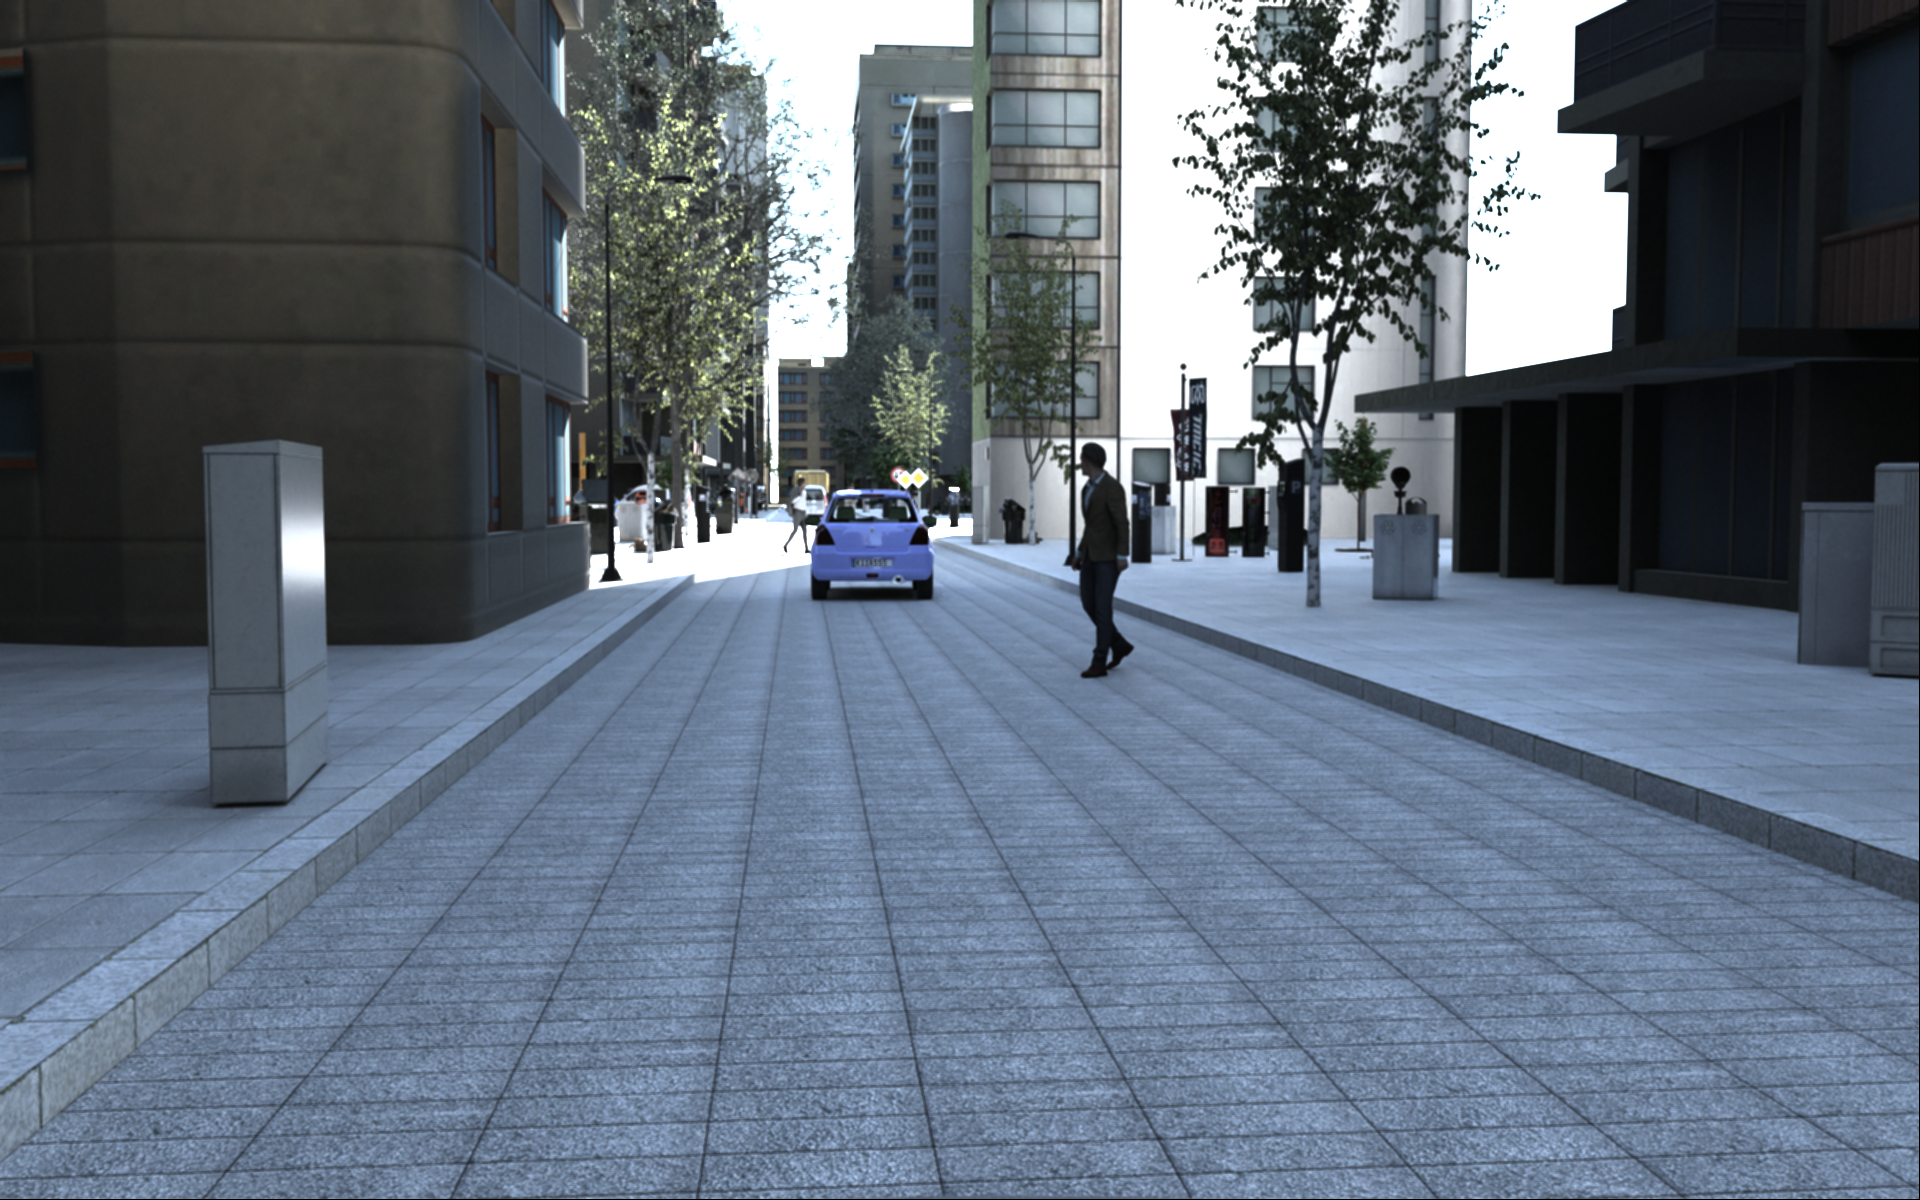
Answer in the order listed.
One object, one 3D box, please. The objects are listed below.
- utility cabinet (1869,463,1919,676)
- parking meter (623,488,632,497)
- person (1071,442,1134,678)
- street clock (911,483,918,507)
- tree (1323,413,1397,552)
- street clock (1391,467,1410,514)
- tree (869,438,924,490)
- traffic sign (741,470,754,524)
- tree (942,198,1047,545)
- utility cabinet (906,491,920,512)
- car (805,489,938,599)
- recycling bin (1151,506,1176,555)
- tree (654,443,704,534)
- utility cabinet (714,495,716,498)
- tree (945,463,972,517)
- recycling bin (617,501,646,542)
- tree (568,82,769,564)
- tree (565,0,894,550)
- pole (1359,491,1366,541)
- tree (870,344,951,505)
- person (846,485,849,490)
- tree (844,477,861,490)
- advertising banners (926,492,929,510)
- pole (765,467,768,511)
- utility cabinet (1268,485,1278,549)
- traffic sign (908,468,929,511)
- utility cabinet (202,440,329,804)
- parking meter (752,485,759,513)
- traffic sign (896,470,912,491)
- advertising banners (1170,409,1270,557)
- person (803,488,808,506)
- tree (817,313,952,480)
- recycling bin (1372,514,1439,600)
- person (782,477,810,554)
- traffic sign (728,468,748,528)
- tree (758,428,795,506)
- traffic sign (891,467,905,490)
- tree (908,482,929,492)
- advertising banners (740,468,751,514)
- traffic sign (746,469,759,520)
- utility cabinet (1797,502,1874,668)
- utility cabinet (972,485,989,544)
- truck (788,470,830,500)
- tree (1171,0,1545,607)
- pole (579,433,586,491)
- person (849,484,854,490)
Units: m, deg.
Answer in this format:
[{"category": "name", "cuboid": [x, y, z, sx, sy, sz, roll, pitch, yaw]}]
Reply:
[{"category": "utility cabinet", "cuboid": [6.946, -0.198, 11.908, 1.173, 1.500, 0.318, 2, 4, 34]}, {"category": "parking meter", "cuboid": [-14.184, -4.008, 73.942, 0.372, 1.533, 0.369, 0, 3, 0]}, {"category": "person", "cuboid": [1.123, -0.331, 13.818, 0.656, 1.842, 0.836, 2, 4, 34]}, {"category": "street clock", "cuboid": [-2.091, -4.646, 80.531, 0.358, 2.002, 0.471, -2, 4, -23]}, {"category": "tree", "cuboid": [8.986, -2.693, 38.632, 1.663, 3.219, 1.824, 0, 3, 0]}, {"category": "street clock", "cuboid": [11.795, -2.560, 46.420, 0.471, 2.002, 0.358, 0, 4, -3]}, {"category": "tree", "cuboid": [-3.478, -6.885, 96.278, 4.285, 4.588, 4.351, 0, 3, 0]}, {"category": "traffic sign", "cuboid": [-9.076, -4.246, 73.072, 0.795, 2.450, 0.064, 0, 4, -5]}, {"category": "tree", "cuboid": [1.728, -5.662, 42.944, 4.737, 8.622, 4.395, 0, 3, 0]}, {"category": "utility cabinet", "cuboid": [-3.389, -6.996, 123.063, 1.173, 1.500, 0.318, 2, 4, 35]}, {"category": "car", "cuboid": [-1.271, -0.935, 24.884, 1.945, 1.707, 3.694, 0, 4, -3]}, {"category": "recycling bin", "cuboid": [4.176, -1.500, 37.079, 0.722, 1.027, 0.722, 2, 4, 27]}, {"category": "tree", "cuboid": [-9.200, -3.766, 56.182, 1.663, 3.219, 1.824, 0, 3, 0]}, {"category": "utility cabinet", "cuboid": [-20.285, -8.282, 146.579, 1.020, 1.237, 0.306, 1, 4, 15]}, {"category": "tree", "cuboid": [0.243, -6.339, 98.242, 1.663, 3.219, 1.824, 0, 3, 0]}, {"category": "recycling bin", "cuboid": [-8.787, -2.103, 46.940, 0.722, 1.027, 0.722, 1, 4, 15]}, {"category": "tree", "cuboid": [-5.652, -4.986, 31.883, 4.360, 8.622, 3.978, 0, 3, 0]}, {"category": "tree", "cuboid": [-6.579, -7.934, 40.091, 12.009, 13.543, 11.850, 0, 3, 0]}, {"category": "pole", "cuboid": [10.893, -3.242, 46.847, 0.158, 3.312, 0.155, 0, 3, 0]}, {"category": "tree", "cuboid": [-2.246, -8.183, 84.147, 4.360, 8.622, 3.978, 0, 3, 0]}, {"category": "person", "cuboid": [-4.730, -3.946, 73.039, 0.654, 1.822, 0.581, -2, 4, -27]}, {"category": "tree", "cuboid": [-10.625, -10.734, 170.094, 1.663, 3.219, 1.824, 0, 3, 0]}, {"category": "advertising banners", "cuboid": [-2.549, -8.832, 140.584, 0.090, 3.025, 2.074, 1, 4, 9]}, {"category": "pole", "cuboid": [-14.705, -8.432, 131.703, 0.158, 3.312, 0.155, 0, 3, 0]}, {"category": "utility cabinet", "cuboid": [7.391, -1.900, 39.740, 0.318, 1.500, 1.173, -1, 4, -9]}, {"category": "traffic sign", "cuboid": [-1.574, -3.797, 65.723, 0.795, 2.450, 0.064, 0, 4, -5]}, {"category": "utility cabinet", "cuboid": [-3.038, 0.066, 7.603, 0.318, 1.500, 1.173, -1, 4, -12]}, {"category": "parking meter", "cuboid": [-13.566, -6.668, 114.728, 0.399, 1.863, 0.255, 0, 4, 8]}, {"category": "traffic sign", "cuboid": [-2.309, -4.283, 73.674, 0.795, 2.450, 0.064, 0, 4, -5]}, {"category": "advertising banners", "cuboid": [5.296, -2.399, 35.416, 2.074, 3.025, 0.090, 1, 4, 22]}, {"category": "person", "cuboid": [-7.420, -4.498, 81.411, 0.474, 1.900, 0.648, 1, 4, 10]}, {"category": "tree", "cuboid": [-5.123, -13.037, 119.811, 9.857, 13.997, 8.962, 0, 3, 0]}, {"category": "recycling bin", "cuboid": [5.487, -0.535, 21.304, 0.722, 1.027, 0.722, 1, 4, 20]}, {"category": "person", "cuboid": [-3.878, -2.007, 41.418, 0.850, 1.850, 0.679, 2, 4, 24]}, {"category": "traffic sign", "cuboid": [-8.341, -3.760, 65.120, 0.795, 2.450, 0.064, 0, 4, -5]}, {"category": "tree", "cuboid": [-20.667, -14.829, 192.819, 4.737, 8.622, 4.395, 0, 3, 0]}, {"category": "traffic sign", "cuboid": [-2.854, -4.937, 80.818, 0.768, 2.556, 0.104, 0, 4, 0]}, {"category": "tree", "cuboid": [-3.680, -9.292, 146.531, 1.663, 3.219, 1.824, 0, 3, 0]}, {"category": "advertising banners", "cuboid": [-14.113, -7.211, 114.086, 0.090, 3.025, 2.074, 1, 4, 14]}, {"category": "traffic sign", "cuboid": [-10.415, -5.274, 86.333, 0.768, 2.556, 0.104, 0, 4, 2]}, {"category": "utility cabinet", "cuboid": [6.818, -0.104, 12.865, 1.020, 1.237, 0.306, 2, 4, 34]}, {"category": "utility cabinet", "cuboid": [0.515, -2.203, 44.705, 0.318, 1.500, 1.173, 1, 4, 8]}, {"category": "truck", "cuboid": [-12.044, -8.802, 139.836, 3.469, 3.379, 9.791, 0, 4, -7]}, {"category": "tree", "cuboid": [4.223, -4.241, 19.697, 4.737, 8.622, 4.395, 0, 3, 0]}, {"category": "pole", "cuboid": [-12.551, -3.901, 57.626, 0.158, 3.312, 0.155, 0, 3, 0]}, {"category": "person", "cuboid": [-3.945, -3.304, 62.695, 0.511, 1.800, 0.466, -2, 4, -28]}]
